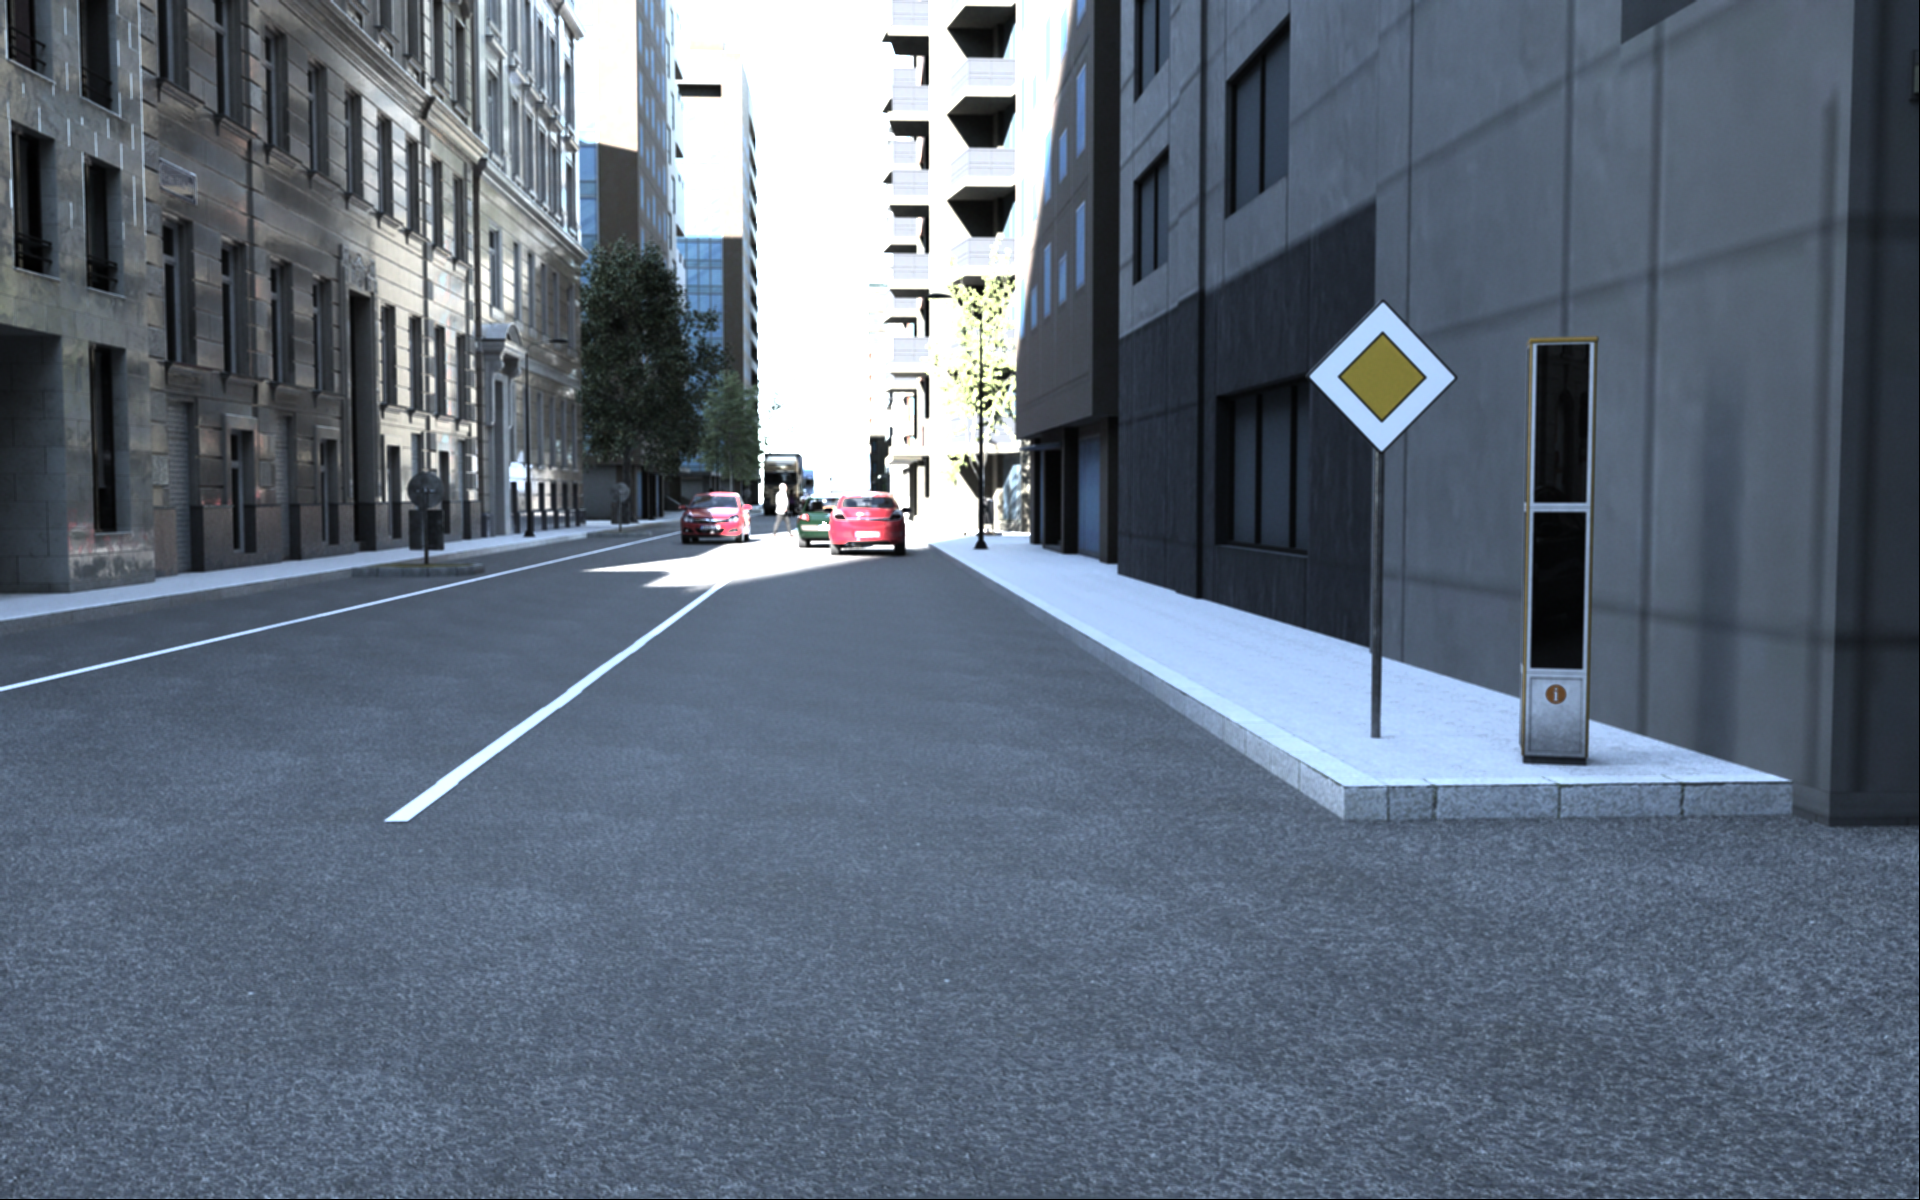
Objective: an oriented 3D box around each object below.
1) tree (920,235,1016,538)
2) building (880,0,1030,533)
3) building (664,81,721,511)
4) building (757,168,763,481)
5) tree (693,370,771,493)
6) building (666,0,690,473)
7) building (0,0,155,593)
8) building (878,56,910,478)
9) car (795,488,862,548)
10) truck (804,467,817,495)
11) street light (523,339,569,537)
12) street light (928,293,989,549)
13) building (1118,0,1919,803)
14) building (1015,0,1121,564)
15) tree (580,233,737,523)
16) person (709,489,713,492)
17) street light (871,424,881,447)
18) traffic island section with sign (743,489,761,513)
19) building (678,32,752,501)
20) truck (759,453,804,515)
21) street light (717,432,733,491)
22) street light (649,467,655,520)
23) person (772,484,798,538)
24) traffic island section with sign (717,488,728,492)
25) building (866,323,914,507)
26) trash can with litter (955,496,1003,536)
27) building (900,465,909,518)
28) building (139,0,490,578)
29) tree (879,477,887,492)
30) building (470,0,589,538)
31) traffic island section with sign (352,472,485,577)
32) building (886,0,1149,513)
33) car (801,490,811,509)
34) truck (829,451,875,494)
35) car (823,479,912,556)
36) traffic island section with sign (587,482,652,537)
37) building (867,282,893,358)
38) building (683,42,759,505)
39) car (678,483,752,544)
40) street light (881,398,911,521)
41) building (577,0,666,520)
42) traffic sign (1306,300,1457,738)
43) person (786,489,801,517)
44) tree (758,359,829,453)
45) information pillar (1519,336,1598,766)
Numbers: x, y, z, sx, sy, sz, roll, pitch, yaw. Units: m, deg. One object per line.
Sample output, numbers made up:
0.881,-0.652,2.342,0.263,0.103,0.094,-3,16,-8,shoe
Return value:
0.697,-6.113,50.316,4.737,8.622,4.395,0,3,0,tree
7.986,-25.389,69.738,22.147,44.769,28.867,0,4,-4,building
-35.406,-27.128,135.416,32.217,40.220,23.993,0,4,-4,building
-36.588,-36.535,216.962,23.786,49.044,30.456,0,4,-4,building
-21.179,-14.695,158.392,7.486,12.596,7.792,0,3,0,tree
-31.900,-31.805,109.257,28.713,52.752,27.495,0,4,-4,building
-16.334,-9.855,15.885,10.420,20.320,16.860,0,4,-4,building
3.270,-34.567,184.774,23.786,49.044,30.456,0,4,-4,building
-3.508,-2.285,47.149,2.009,1.686,4.222,0,4,-3,car
-16.084,-11.584,179.154,2.967,4.110,18.799,0,4,-4,truck
-12.406,-4.854,51.909,1.470,5.913,1.316,0,4,-4,street light
-0.050,-4.140,40.231,1.470,5.913,1.316,0,4,-4,street light
13.350,-35.343,16.112,20.611,71.187,20.563,0,4,-4,building
8.805,-23.698,37.569,14.600,45.320,14.200,0,4,-4,building
-14.687,-9.739,76.241,9.611,12.733,9.660,0,3,0,tree
-13.816,-5.278,95.524,0.721,1.735,1.217,0,4,1,person
-4.968,-8.706,114.876,1.470,5.913,1.316,0,4,-4,street light
-16.471,-7.701,134.535,1.989,1.847,2.006,0,4,-4,traffic island section with sign
-28.175,-31.957,172.602,14.600,45.320,14.200,0,4,-4,building
-12.244,-8.027,120.150,2.839,4.237,11.283,0,4,-3,truck
-17.601,-9.599,129.479,1.470,5.913,1.316,0,4,-4,street light
-14.612,-6.878,84.997,1.470,5.913,1.316,0,4,-4,street light
-5.775,-2.944,57.039,0.834,1.777,0.661,1,4,9,person
-14.684,-6.049,107.526,1.989,1.847,2.006,0,4,-4,traffic island section with sign
2.329,-22.647,215.322,27.650,21.520,28.899,0,4,-4,building
0.535,-2.607,53.687,1.678,1.210,2.233,3,5,41,trash can with litter
12.866,-24.829,97.837,32.217,40.220,23.993,0,4,-4,building
-18.663,-14.649,36.781,12.463,27.353,25.104,0,4,-4,building
-6.740,-10.629,168.388,1.663,3.219,1.824,0,3,0,tree
-20.725,-16.717,59.220,13.634,28.700,20.117,0,4,-4,building
-9.614,-1.365,30.952,1.989,1.847,2.006,0,4,-4,traffic island section with sign
4.051,-43.465,148.903,20.563,71.187,20.611,0,4,-4,building
-13.053,-7.925,138.249,2.281,1.827,5.304,0,4,-5,car
-6.679,-6.959,103.545,2.967,4.110,18.799,0,4,-2,truck
-2.233,-2.006,41.842,2.155,1.783,4.494,0,4,-3,car
-11.413,-3.033,58.215,1.989,1.847,2.006,0,4,-4,traffic island section with sign
-5.650,-28.429,236.518,14.160,30.474,14.107,0,4,-4,building
-33.424,-34.640,190.063,21.300,48.544,21.600,0,4,-4,building
-7.238,-2.595,51.467,2.155,1.783,4.494,0,4,-3,car
-2.947,-6.795,83.636,1.470,5.913,1.316,0,4,-4,street light
-22.794,-26.858,89.231,14.600,45.320,14.200,0,4,-4,building
2.187,-0.331,9.061,0.795,2.450,0.064,0,4,-4,traffic sign
-10.425,-5.983,107.006,1.217,1.739,0.721,-1,4,-19,person
-25.096,-23.607,241.864,12.611,20.169,13.585,0,3,0,tree
2.857,-0.232,8.288,0.304,2.012,0.304,1,4,16,information pillar
